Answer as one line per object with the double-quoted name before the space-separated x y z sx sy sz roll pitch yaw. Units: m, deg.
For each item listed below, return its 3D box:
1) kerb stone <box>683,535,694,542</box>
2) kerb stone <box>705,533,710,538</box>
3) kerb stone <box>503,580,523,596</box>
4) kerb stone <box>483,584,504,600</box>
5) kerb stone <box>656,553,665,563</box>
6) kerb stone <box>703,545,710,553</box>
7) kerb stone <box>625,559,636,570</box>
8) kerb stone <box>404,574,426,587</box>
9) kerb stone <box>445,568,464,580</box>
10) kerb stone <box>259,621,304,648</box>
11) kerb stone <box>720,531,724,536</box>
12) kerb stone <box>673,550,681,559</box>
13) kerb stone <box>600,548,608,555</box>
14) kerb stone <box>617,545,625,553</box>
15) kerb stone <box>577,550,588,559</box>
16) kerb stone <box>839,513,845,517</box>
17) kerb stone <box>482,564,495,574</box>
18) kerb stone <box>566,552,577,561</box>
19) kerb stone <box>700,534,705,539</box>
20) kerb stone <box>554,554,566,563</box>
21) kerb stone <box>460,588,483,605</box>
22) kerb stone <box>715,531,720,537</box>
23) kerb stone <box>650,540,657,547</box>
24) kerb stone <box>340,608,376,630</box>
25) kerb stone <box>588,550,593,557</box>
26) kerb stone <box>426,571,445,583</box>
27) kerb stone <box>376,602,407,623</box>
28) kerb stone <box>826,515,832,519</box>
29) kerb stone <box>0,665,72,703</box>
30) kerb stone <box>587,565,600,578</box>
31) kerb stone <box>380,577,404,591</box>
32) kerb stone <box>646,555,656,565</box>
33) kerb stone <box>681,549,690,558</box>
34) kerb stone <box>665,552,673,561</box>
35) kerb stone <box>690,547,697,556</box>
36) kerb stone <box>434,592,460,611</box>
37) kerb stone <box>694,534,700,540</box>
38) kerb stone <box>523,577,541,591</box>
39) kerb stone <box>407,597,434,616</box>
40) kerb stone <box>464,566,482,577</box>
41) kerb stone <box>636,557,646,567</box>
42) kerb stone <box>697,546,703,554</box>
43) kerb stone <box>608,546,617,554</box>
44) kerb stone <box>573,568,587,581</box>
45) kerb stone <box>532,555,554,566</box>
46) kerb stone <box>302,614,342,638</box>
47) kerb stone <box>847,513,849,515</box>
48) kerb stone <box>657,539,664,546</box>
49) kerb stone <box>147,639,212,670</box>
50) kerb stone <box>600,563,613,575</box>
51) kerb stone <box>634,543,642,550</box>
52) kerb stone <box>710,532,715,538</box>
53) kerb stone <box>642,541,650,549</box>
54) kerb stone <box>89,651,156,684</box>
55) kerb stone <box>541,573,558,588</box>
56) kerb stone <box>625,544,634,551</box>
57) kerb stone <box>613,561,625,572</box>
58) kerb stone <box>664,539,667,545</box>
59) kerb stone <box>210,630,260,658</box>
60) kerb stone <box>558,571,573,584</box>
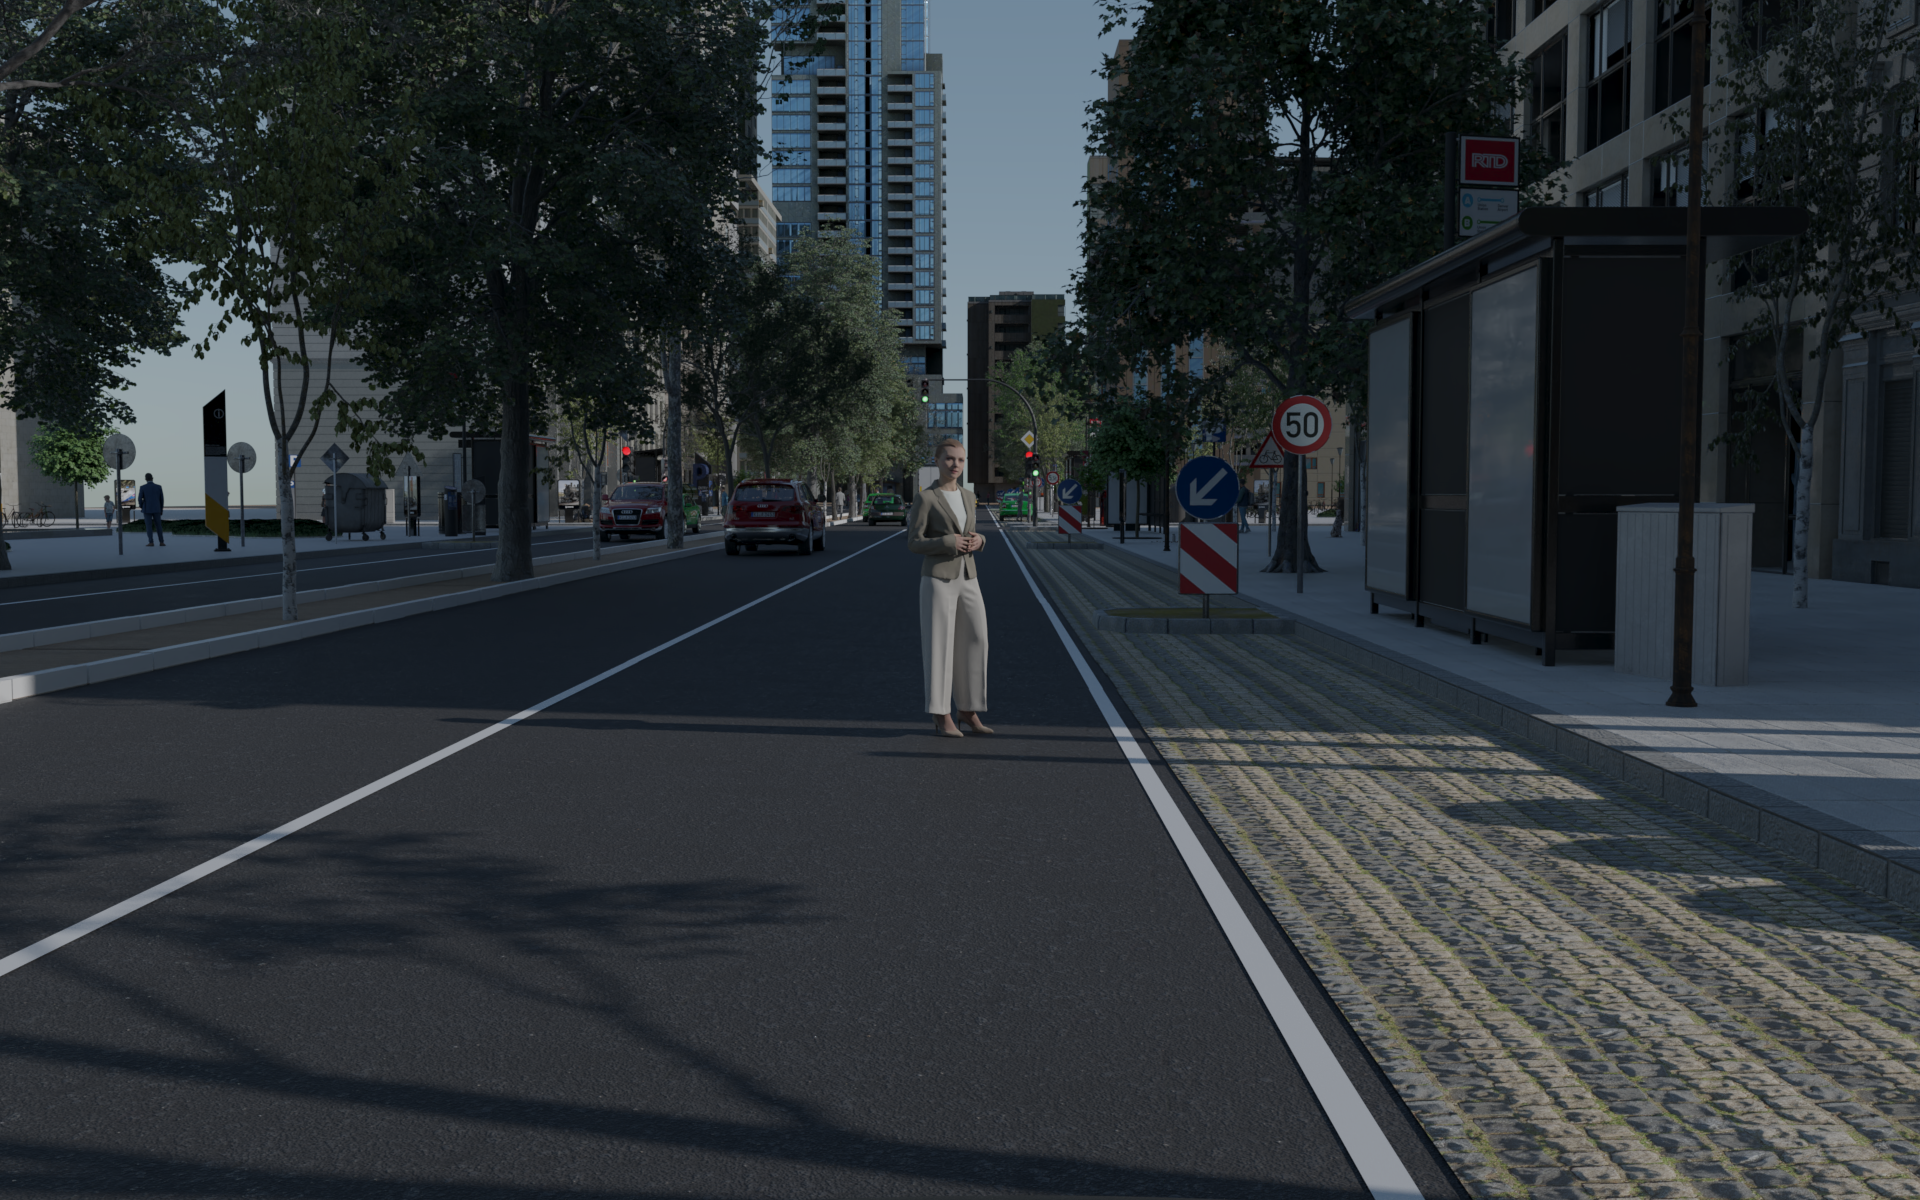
"kerb stone" -8.279 -1.856 52.540 0.120 0.150 1.000 0 4 1
"kerb stone" -8.241 -2.040 55.619 0.120 0.150 1.000 0 4 1
"kerb stone" -6.487 -0.160 24.804 0.120 0.150 1.000 0 4 1
"kerb stone" -6.489 -0.097 23.780 0.120 0.150 1.000 0 4 1
"kerb stone" -6.353 -0.850 36.089 0.120 0.150 1.000 0 4 1
"kerb stone" -6.290 -1.224 42.237 0.120 0.150 1.000 0 4 1
"kerb stone" -6.392 -0.662 33.015 0.120 0.150 1.000 0 4 1
"kerb stone" -8.562 -0.288 26.900 0.120 0.150 1.000 0 4 1
"kerb stone" -8.547 -0.412 28.956 0.120 0.150 1.000 0 4 1
"kerb stone" -6.573 0.341 16.615 0.120 0.150 1.000 0 4 1
"kerb stone" -8.207 -2.233 58.698 0.120 0.150 1.000 0 4 1
"kerb stone" -6.335 -0.973 38.136 0.120 0.150 1.000 0 4 1
"kerb stone" -8.416 -1.104 40.238 0.120 0.150 1.000 0 4 1
"kerb stone" -8.391 -1.228 42.281 0.120 0.150 1.000 0 4 1
"kerb stone" -8.429 -0.978 38.191 0.120 0.150 1.000 0 4 1
"kerb stone" -7.623 -5.397 110.445 0.120 0.150 1.000 0 4 1
"kerb stone" -8.513 -0.539 31.010 0.120 0.150 1.000 0 4 1
"kerb stone" -8.450 -0.913 37.163 0.120 0.150 1.000 0 4 1
"kerb stone" -8.250 -1.977 54.589 0.120 0.150 1.000 0 4 1
"kerb stone" -8.457 -0.851 36.137 0.120 0.150 1.000 0 4 1
"kerb stone" -6.505 -0.029 22.755 0.120 0.150 1.000 0 4 1
"kerb stone" -8.220 -2.170 57.676 0.120 0.150 1.000 0 4 1
"kerb stone" -8.348 -1.479 46.376 0.120 0.150 1.000 0 4 1
"kerb stone" -6.560 0.216 18.661 0.120 0.150 1.000 0 4 1
"kerb stone" -8.428 -1.041 39.214 0.120 0.150 1.000 0 4 1
"kerb stone" -8.556 -0.350 27.922 0.120 0.150 1.000 0 4 1
"kerb stone" -6.536 0.154 19.683 0.120 0.150 1.000 0 4 1
"kerb stone" -7.714 -4.894 102.254 0.120 0.150 1.000 0 4 1
"kerb stone" -6.629 0.594 12.521 0.120 0.150 1.000 0 4 1
"kerb stone" -6.432 -0.472 29.939 0.120 0.150 1.000 0 4 1
"kerb stone" -8.571 -0.221 25.879 0.120 0.150 1.000 0 4 1
"kerb stone" -6.369 -0.787 35.066 0.120 0.150 1.000 0 4 1
"kerb stone" -6.314 -1.037 39.158 0.120 0.150 1.000 0 4 1
"kerb stone" -6.350 -0.907 37.111 0.120 0.150 1.000 0 4 1
"kerb stone" -6.313 -1.100 40.180 0.120 0.150 1.000 0 4 1
"kerb stone" -6.515 0.028 21.733 0.120 0.150 1.000 0 4 1
"kerb stone" -8.261 -1.915 53.567 0.120 0.150 1.000 0 4 1
"kerb stone" -6.476 -0.220 25.834 0.120 0.150 1.000 0 4 1
"kerb stone" -6.534 0.091 20.708 0.120 0.150 1.000 0 4 1
"kerb stone" -8.517 -0.476 29.977 0.120 0.150 1.000 0 4 1
"kerb stone" -6.380 -0.725 34.044 0.120 0.150 1.000 0 4 1
"kerb stone" -6.308 -1.163 41.209 0.120 0.150 1.000 0 4 1
"kerb stone" -8.405 -1.165 41.260 0.120 0.150 1.000 0 4 1
"kerb stone" -6.437 -0.406 28.910 0.120 0.150 1.000 0 4 1
"kerb stone" -8.472 -0.790 35.108 0.120 0.150 1.000 0 4 1
"kerb stone" -6.567 0.279 17.639 0.120 0.150 1.000 0 4 1
"kerb stone" -7.581 -5.649 114.556 0.120 0.150 1.000 0 4 1
"kerb stone" -8.333 -1.541 47.398 0.120 0.150 1.000 0 4 1
"kerb stone" -6.601 0.466 14.570 0.120 0.150 1.000 0 4 1
"kerb stone" -6.415 -0.536 30.966 0.120 0.150 1.000 0 4 1
"kerb stone" -8.362 -1.353 44.325 0.120 0.150 1.000 0 4 1
"kerb stone" -8.225 -2.104 56.648 0.120 0.150 1.000 0 4 1
"kerb stone" -8.349 -1.412 45.348 0.120 0.150 1.000 0 4 1
"kerb stone" -6.609 0.537 13.543 0.120 0.150 1.000 0 4 1
"kerb stone" -6.457 -0.283 26.864 0.120 0.150 1.000 0 4 1
"kerb stone" -8.380 -1.288 43.303 0.120 0.150 1.000 0 4 1
"kerb stone" -6.406 -0.596 31.988 0.120 0.150 1.000 0 4 1
"kerb stone" -8.328 -1.601 48.420 0.120 0.150 1.000 0 4 1
"kerb stone" -6.591 0.405 15.593 0.120 0.150 1.000 0 4 1
"kerb stone" -6.447 -0.348 27.887 0.120 0.150 1.000 0 4 1
